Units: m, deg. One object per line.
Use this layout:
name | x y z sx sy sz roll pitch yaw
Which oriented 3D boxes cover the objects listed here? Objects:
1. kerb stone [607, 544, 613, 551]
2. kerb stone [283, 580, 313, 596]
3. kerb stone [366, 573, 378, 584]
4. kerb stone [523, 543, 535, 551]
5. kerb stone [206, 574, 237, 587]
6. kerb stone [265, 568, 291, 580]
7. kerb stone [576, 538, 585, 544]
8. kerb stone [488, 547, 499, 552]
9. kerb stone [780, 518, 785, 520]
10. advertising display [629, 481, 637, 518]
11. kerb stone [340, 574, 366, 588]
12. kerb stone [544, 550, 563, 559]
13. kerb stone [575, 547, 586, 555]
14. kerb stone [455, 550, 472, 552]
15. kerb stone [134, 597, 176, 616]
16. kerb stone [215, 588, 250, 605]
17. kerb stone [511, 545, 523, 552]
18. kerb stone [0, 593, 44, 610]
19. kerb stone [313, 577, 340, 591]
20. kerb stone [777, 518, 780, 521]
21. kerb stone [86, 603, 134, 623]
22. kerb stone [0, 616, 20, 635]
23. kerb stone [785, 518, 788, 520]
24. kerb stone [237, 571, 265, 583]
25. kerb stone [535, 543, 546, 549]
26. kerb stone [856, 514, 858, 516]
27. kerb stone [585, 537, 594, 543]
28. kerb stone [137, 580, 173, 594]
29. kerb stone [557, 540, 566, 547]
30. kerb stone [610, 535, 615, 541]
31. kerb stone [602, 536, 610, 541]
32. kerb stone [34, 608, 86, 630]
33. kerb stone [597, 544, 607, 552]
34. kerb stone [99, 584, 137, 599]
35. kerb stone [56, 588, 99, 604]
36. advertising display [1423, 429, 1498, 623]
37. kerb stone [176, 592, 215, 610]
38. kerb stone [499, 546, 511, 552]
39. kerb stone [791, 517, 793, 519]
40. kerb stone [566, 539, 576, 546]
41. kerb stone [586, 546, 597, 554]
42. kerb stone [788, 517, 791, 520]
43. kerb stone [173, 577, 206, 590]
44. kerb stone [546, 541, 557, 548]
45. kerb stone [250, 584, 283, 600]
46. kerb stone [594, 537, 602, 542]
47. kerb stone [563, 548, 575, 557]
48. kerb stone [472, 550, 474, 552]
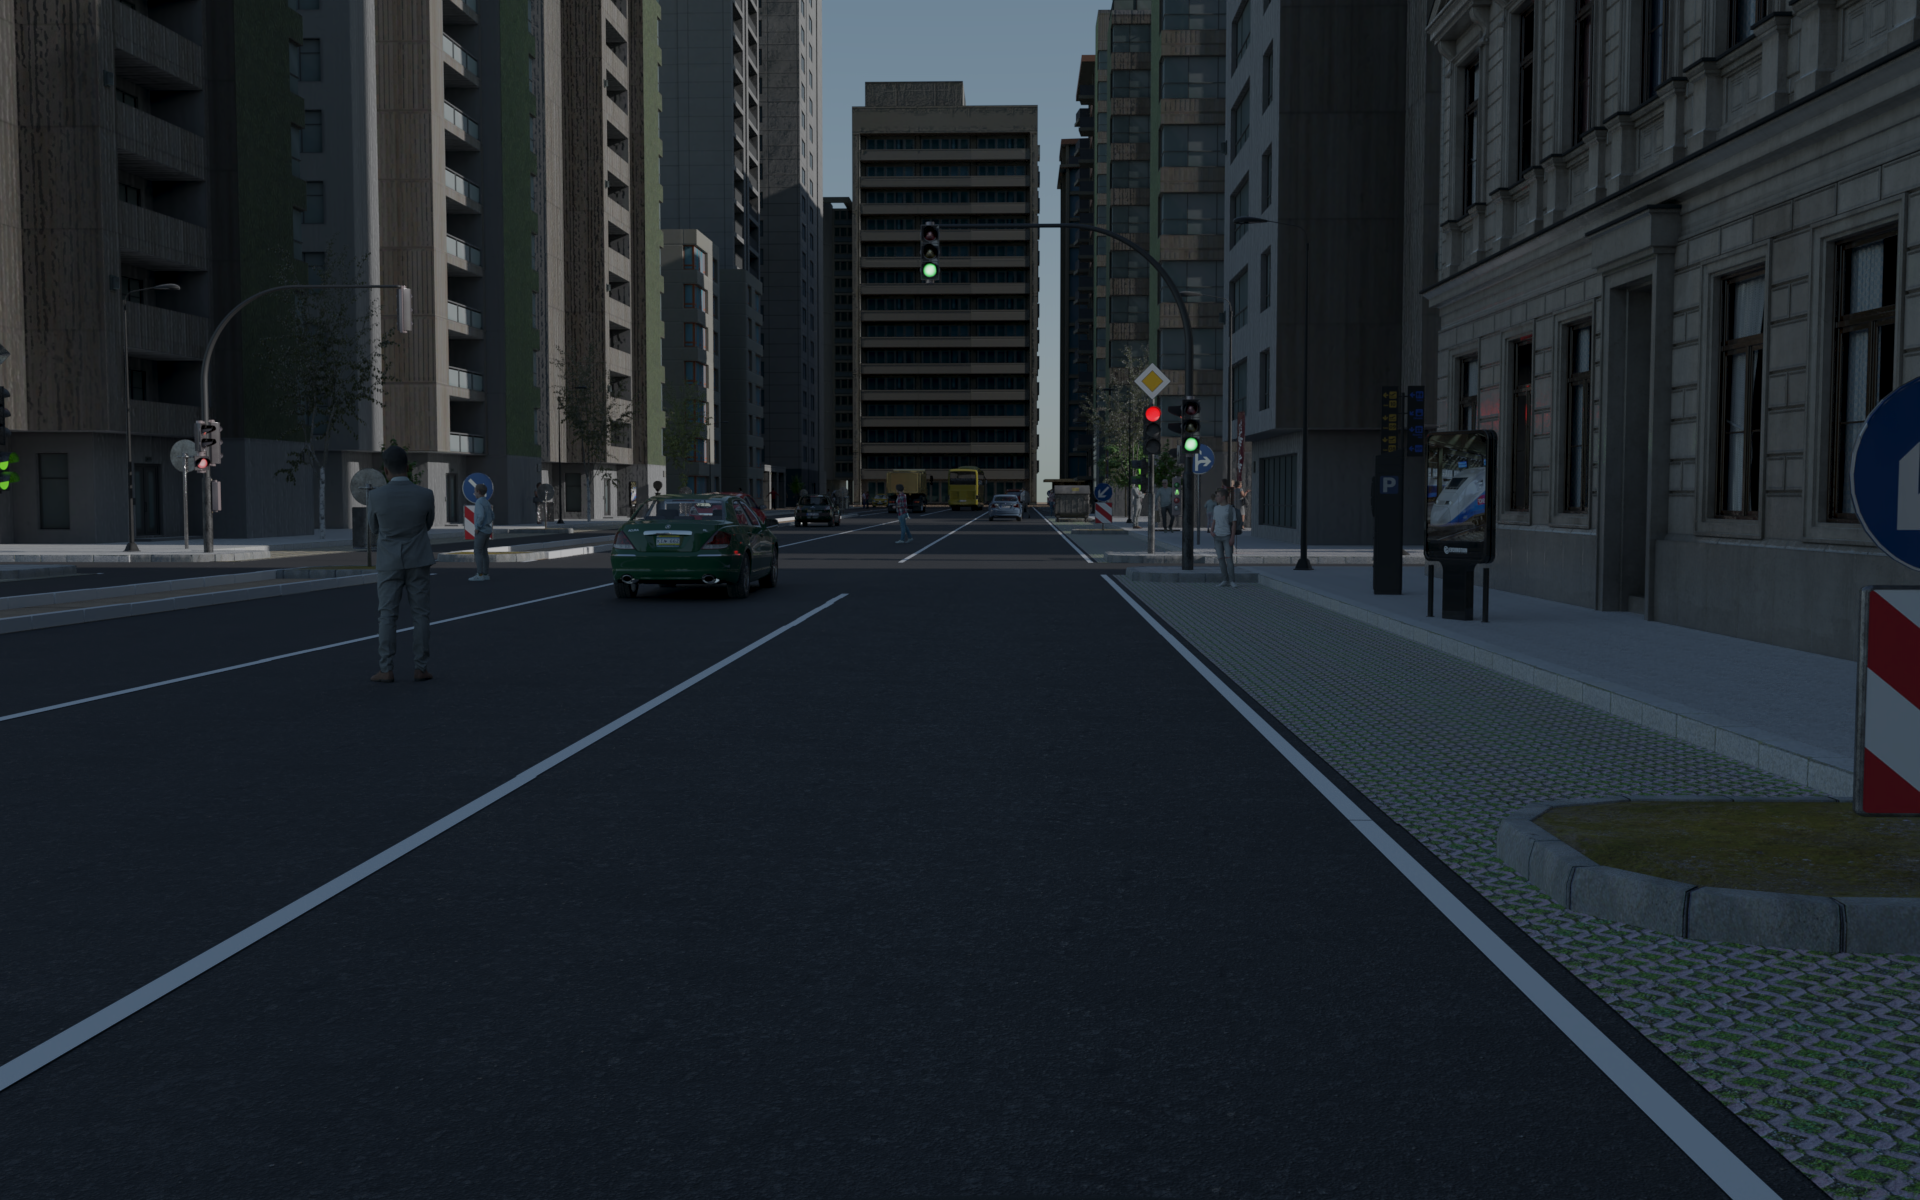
kerb stone | -8.957 -1.327 43.899 0.120 0.150 1.000 0 4 2
kerb stone | -9.598 -0.164 24.885 0.120 0.150 1.000 0 4 2
kerb stone | -9.496 -0.346 27.961 0.120 0.150 1.000 0 4 2
kerb stone | -11.052 -1.331 43.950 0.120 0.150 1.000 0 4 2
kerb stone | -11.623 -0.298 27.066 0.120 0.150 1.000 0 4 2
kerb stone | -11.564 -0.423 29.116 0.120 0.150 1.000 0 4 2
kerb stone | -10.885 -1.644 49.075 0.120 0.150 1.000 0 4 2
kerb stone | -11.154 -1.143 40.884 0.120 0.150 1.000 0 4 2
kerb stone | -9.441 -4.213 91.083 0.120 0.150 1.000 0 4 2
advertising display | -16.430 -4.999 86.947 0.123 1.923 0.974 0 4 5
kerb stone | -9.533 -0.284 26.935 0.120 0.150 1.000 0 4 2
kerb stone | -9.130 -1.014 38.774 0.120 0.150 1.000 0 4 2
kerb stone | -9.066 -1.140 40.828 0.120 0.150 1.000 0 4 2
kerb stone | -11.220 -1.018 38.840 0.120 0.150 1.000 0 4 2
kerb stone | -9.742 0.091 20.791 0.120 0.150 1.000 0 4 2
kerb stone | -9.674 -0.039 22.835 0.120 0.150 1.000 0 4 2
kerb stone | -11.086 -1.264 42.927 0.120 0.150 1.000 0 4 2
kerb stone | -11.809 0.017 21.920 0.120 0.150 1.000 0 4 2
kerb stone | -9.568 -0.227 25.911 0.120 0.150 1.000 0 4 2
kerb stone | -9.515 -4.088 89.036 0.120 0.150 1.000 0 4 2
kerb stone | -9.777 0.149 19.767 0.120 0.150 1.000 0 4 2
kerb stone | -9.844 0.274 17.718 0.120 0.150 1.000 0 4 2
kerb stone | -9.402 -4.276 92.107 0.120 0.150 1.000 0 4 2
kerb stone | -11.588 -0.356 28.089 0.120 0.150 1.000 0 4 2
kerb stone | -11.021 -1.393 44.972 0.120 0.150 1.000 0 4 2
kerb stone | -6.714 -5.340 109.498 0.120 0.150 1.000 0 4 2
kerb stone | -10.839 -1.707 50.103 0.120 0.150 1.000 0 4 2
kerb stone | -11.707 -0.169 25.010 0.120 0.150 1.000 0 4 2
kerb stone | -10.955 -1.517 47.028 0.120 0.150 1.000 0 4 2
kerb stone | -10.738 -1.895 53.178 0.120 0.150 1.000 0 4 2
kerb stone | -10.779 -1.832 52.146 0.120 0.150 1.000 0 4 2
kerb stone | -9.810 0.211 18.741 0.120 0.150 1.000 0 4 2
kerb stone | -8.983 -1.257 42.877 0.120 0.150 1.000 0 4 2
kerb stone | -11.738 -0.103 23.974 0.120 0.150 1.000 0 4 2
kerb stone | -11.766 -0.046 22.950 0.120 0.150 1.000 0 4 2
advertising display | 5.086 -0.761 17.649 0.123 1.923 0.974 -2 4 -23
kerb stone | -9.707 0.023 21.814 0.120 0.150 1.000 0 4 2
kerb stone | -11.131 -1.203 41.906 0.120 0.150 1.000 0 4 2
kerb stone | -9.338 -4.401 94.157 0.120 0.150 1.000 0 4 2
kerb stone | -10.913 -1.581 48.050 0.120 0.150 1.000 0 4 2
kerb stone | -9.021 -1.202 41.855 0.120 0.150 1.000 0 4 2
kerb stone | -9.372 -4.339 93.133 0.120 0.150 1.000 0 4 2
kerb stone | -11.668 -0.235 26.038 0.120 0.150 1.000 0 4 2
kerb stone | -10.977 -1.448 46.007 0.120 0.150 1.000 0 4 2
kerb stone | -9.640 -0.102 23.856 0.120 0.150 1.000 0 4 2
kerb stone | -10.809 -1.769 51.125 0.120 0.150 1.000 0 4 2
kerb stone | -9.095 -1.077 39.801 0.120 0.150 1.000 0 4 2
kerb stone | -11.196 -1.079 39.862 0.120 0.150 1.000 0 4 2
